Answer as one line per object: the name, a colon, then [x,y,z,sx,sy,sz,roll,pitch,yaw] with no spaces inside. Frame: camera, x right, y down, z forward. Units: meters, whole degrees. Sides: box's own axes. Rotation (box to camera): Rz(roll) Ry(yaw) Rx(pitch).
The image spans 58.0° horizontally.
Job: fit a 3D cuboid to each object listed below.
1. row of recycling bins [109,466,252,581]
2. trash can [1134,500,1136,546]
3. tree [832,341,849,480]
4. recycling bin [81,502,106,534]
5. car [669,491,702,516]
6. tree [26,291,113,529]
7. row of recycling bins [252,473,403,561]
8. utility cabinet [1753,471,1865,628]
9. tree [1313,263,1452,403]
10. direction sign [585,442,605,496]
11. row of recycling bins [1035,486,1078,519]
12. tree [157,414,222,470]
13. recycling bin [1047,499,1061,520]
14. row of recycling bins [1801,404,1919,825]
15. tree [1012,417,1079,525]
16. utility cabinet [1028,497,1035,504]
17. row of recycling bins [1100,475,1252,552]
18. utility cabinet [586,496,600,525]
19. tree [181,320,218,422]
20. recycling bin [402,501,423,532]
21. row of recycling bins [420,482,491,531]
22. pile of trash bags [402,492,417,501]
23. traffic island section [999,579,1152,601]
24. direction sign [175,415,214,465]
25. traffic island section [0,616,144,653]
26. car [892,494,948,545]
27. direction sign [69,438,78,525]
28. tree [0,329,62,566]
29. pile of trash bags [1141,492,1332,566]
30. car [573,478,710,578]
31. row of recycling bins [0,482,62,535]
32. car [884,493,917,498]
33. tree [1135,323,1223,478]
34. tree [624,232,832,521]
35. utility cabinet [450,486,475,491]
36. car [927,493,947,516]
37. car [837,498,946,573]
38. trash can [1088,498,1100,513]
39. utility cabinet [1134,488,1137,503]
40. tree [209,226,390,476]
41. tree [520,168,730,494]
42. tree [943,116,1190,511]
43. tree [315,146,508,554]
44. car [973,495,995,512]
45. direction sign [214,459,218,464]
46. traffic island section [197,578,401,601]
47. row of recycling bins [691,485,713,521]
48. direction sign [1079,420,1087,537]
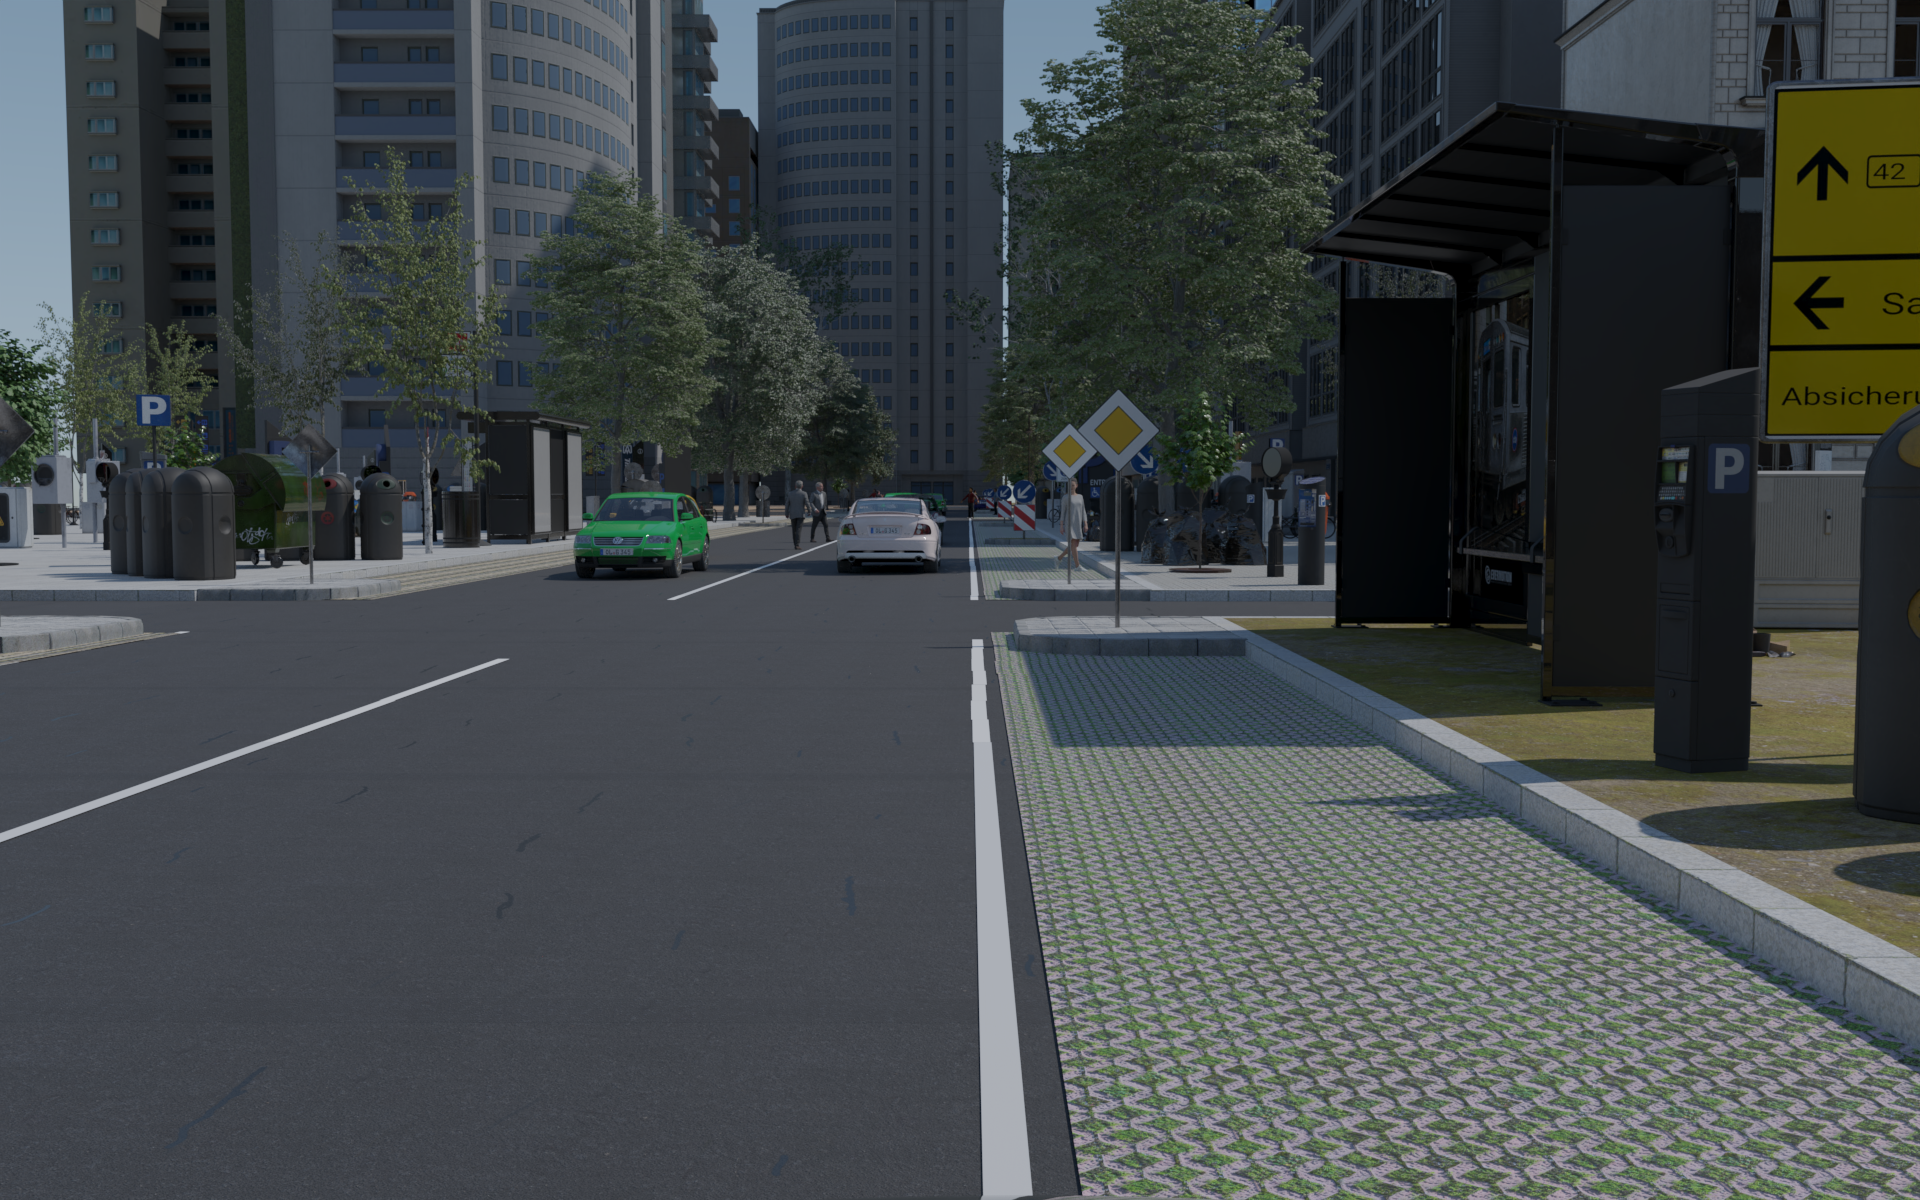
row of recycling bins: [-12.304,-1.211,26.916,1.069,1.692,3.534,-3,5,-44]
trash can: [4.531,-1.921,43.068,0.748,1.137,0.748,0,3,0]
tree: [-12.057,-11.555,95.574,9.857,13.997,8.962,0,3,0]
recycling bin: [-28.184,-2.686,56.469,0.722,1.027,0.722,-1,4,-17]
car: [-6.743,-1.753,38.893,2.015,1.641,3.980,0,4,0]
tree: [-32.241,-6.929,63.644,4.737,8.622,4.395,0,3,0]
row of recycling bins: [-12.633,-1.615,33.518,3.534,1.692,1.069,-1,4,-14]
utility cabinet: [8.076,-0.474,16.437,1.173,1.500,0.318,0,4,6]
tree: [11.609,-5.831,45.697,4.360,8.622,3.978,0,3,0]
direction sign: [-15.824,-5.088,75.191,0.876,3.537,0.379,0,4,7]
row of recycling bins: [5.613,-5.037,89.474,3.534,1.692,1.069,1,4,11]
tree: [-18.599,-2.896,41.944,1.663,3.219,1.824,0,3,0]
recycling bin: [4.829,-4.551,86.955,0.722,1.027,0.722,2,4,26]
row of recycling bins: [4.469,0.089,5.657,1.069,1.692,3.534,-1,4,-17]
tree: [4.940,-5.418,72.302,4.285,4.588,4.351,0,3,0]
utility cabinet: [4.303,-5.357,96.273,0.318,1.500,1.173,3,5,43]
row of recycling bins: [4.789,-1.916,38.432,3.534,1.692,1.069,1,4,22]
utility cabinet: [-12.857,-3.027,60.646,0.306,1.237,1.020,0,4,-2]
tree: [-33.315,-7.468,72.465,4.737,8.622,4.395,0,3,0]
recycling bin: [-18.695,-2.851,59.166,0.722,1.027,0.722,1,4,16]
row of recycling bins: [-17.416,-3.305,61.150,3.534,1.692,1.069,1,4,14]
pile of trash bags: [-22.768,-4.069,76.282,3.447,1.369,1.912,-1,4,-13]
traffic island section: [1.574,-0.145,24.644,2.009,0.180,2.903,0,4,0]
direction sign: [-22.131,-3.547,49.991,0.876,3.537,0.379,-2,4,-28]
traffic island section: [-9.307,0.340,16.718,2.009,0.180,2.903,0,4,0]
car: [-1.346,-2.452,49.878,2.009,1.686,4.222,0,4,-1]
direction sign: [-36.264,-4.817,70.752,0.379,3.537,0.876,-2,4,-28]
tree: [-17.642,-2.891,30.988,4.285,4.588,4.351,0,3,0]
pile of trash bags: [5.111,-1.350,31.818,3.447,1.369,1.912,0,4,-5]
car: [-5.635,-1.356,30.975,1.959,1.807,4.718,0,4,1]
row of recycling bins: [-29.910,-2.920,54.855,3.534,1.692,1.069,1,4,19]
car: [-1.982,-3.210,61.280,1.959,1.807,4.718,0,4,0]
tree: [9.371,-7.498,72.954,4.360,8.622,3.978,0,3,0]
tree: [-11.293,-10.816,83.504,9.857,13.997,8.962,0,3,0]
utility cabinet: [-13.935,-2.454,48.796,0.318,1.500,1.173,-3,5,-43]
car: [-1.833,-6.524,115.460,1.959,1.807,4.718,0,4,-2]
car: [-1.309,-1.258,32.938,2.083,1.381,4.827,0,4,0]
trash can: [4.831,-3.047,61.465,0.748,1.137,0.748,0,3,0]
utility cabinet: [6.984,-3.666,68.624,0.318,1.500,1.173,-1,4,-18]
tree: [-17.626,-5.905,46.904,4.360,8.622,3.978,0,3,0]
tree: [-11.789,-8.740,61.033,7.486,12.596,7.792,0,3,0]
tree: [5.552,-14.040,85.439,12.611,20.169,13.585,0,3,0]
tree: [-11.413,-5.289,36.842,4.737,8.622,4.395,0,3,0]
car: [1.886,-7.594,136.738,1.945,1.354,3.894,0,4,-1]
direction sign: [-42.726,-6.529,98.740,0.876,3.537,0.379,0,4,-4]
traffic island section: [-9.267,-0.148,24.703,2.009,0.180,2.903,0,4,0]
row of recycling bins: [-13.241,-4.580,82.001,3.534,1.692,1.069,2,4,23]
direction sign: [3.637,-3.644,51.578,0.379,3.537,0.876,1,4,17]
